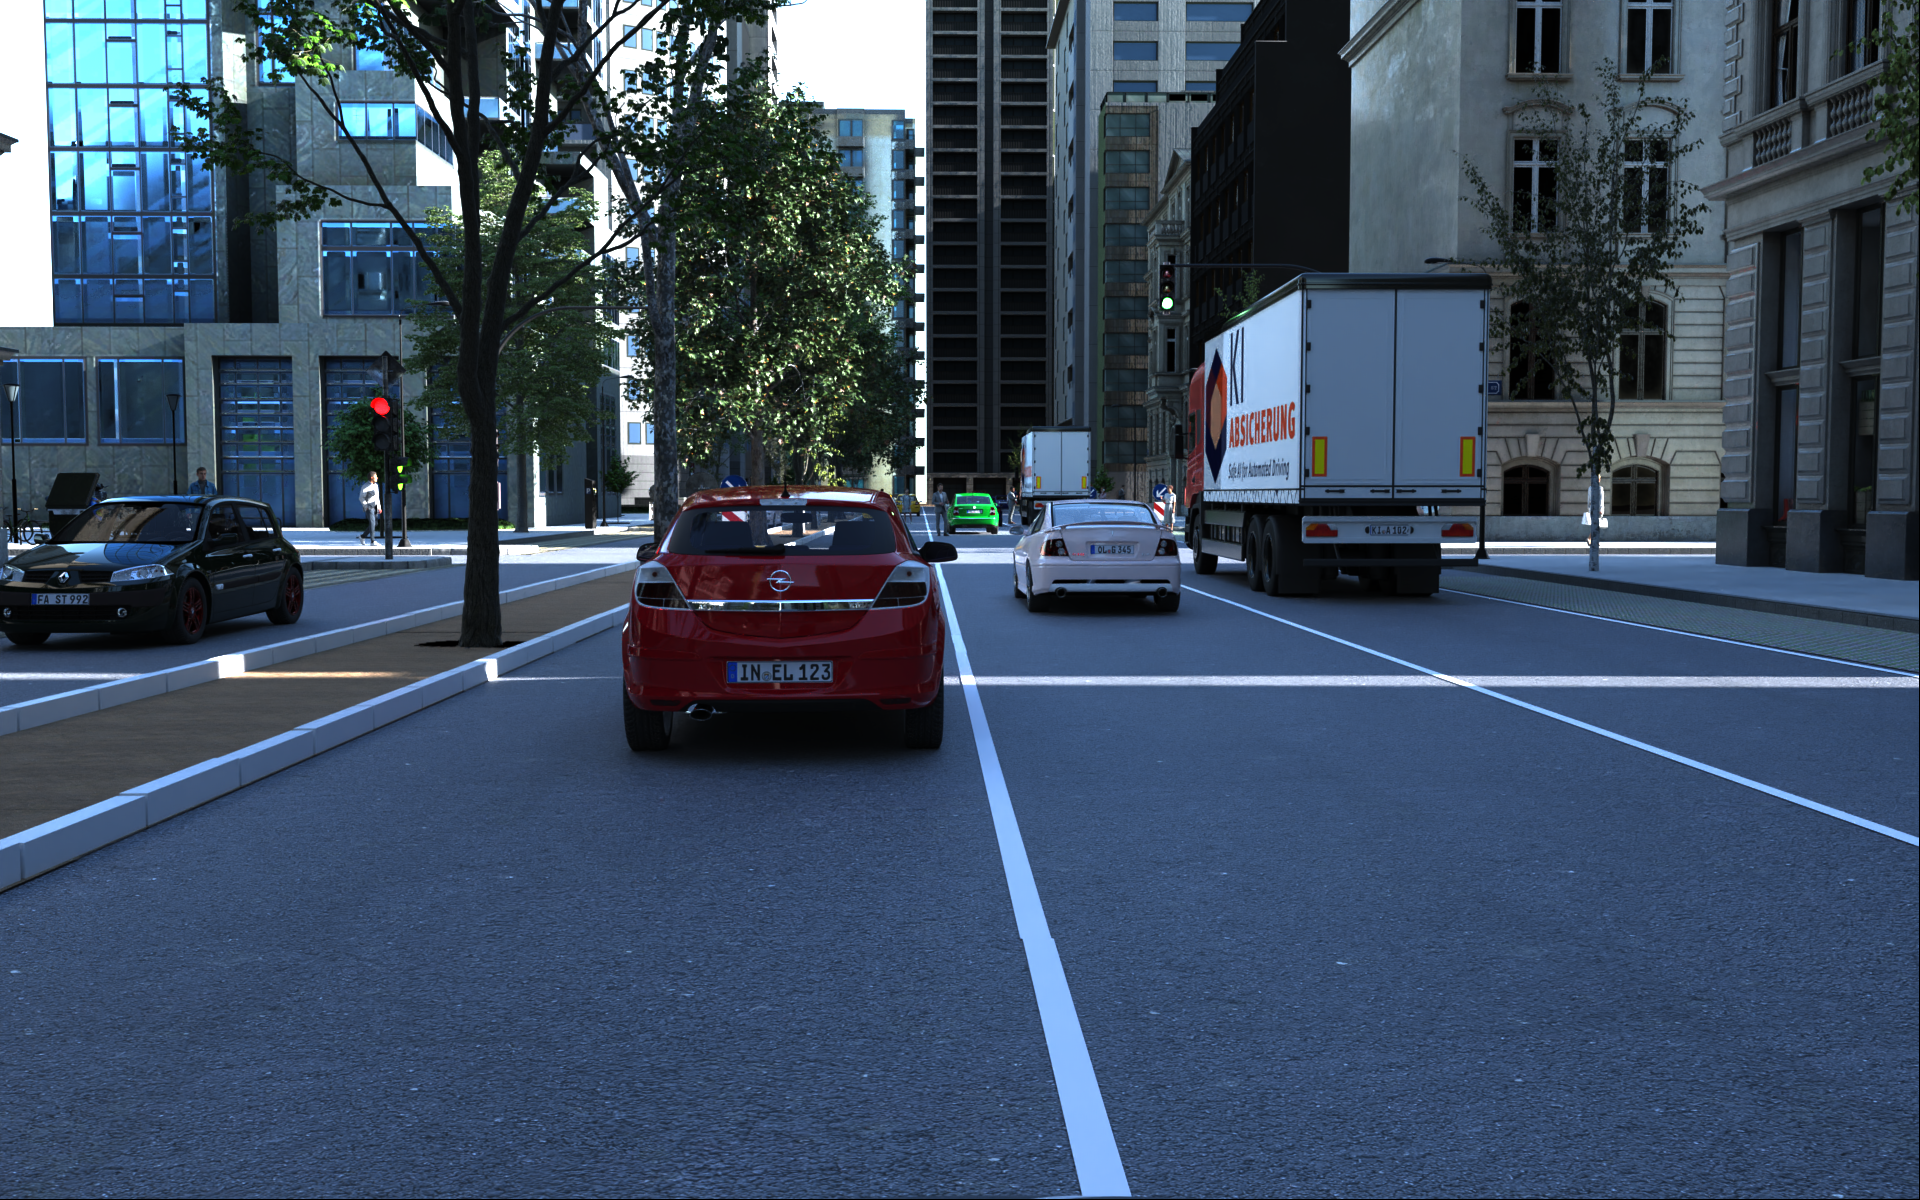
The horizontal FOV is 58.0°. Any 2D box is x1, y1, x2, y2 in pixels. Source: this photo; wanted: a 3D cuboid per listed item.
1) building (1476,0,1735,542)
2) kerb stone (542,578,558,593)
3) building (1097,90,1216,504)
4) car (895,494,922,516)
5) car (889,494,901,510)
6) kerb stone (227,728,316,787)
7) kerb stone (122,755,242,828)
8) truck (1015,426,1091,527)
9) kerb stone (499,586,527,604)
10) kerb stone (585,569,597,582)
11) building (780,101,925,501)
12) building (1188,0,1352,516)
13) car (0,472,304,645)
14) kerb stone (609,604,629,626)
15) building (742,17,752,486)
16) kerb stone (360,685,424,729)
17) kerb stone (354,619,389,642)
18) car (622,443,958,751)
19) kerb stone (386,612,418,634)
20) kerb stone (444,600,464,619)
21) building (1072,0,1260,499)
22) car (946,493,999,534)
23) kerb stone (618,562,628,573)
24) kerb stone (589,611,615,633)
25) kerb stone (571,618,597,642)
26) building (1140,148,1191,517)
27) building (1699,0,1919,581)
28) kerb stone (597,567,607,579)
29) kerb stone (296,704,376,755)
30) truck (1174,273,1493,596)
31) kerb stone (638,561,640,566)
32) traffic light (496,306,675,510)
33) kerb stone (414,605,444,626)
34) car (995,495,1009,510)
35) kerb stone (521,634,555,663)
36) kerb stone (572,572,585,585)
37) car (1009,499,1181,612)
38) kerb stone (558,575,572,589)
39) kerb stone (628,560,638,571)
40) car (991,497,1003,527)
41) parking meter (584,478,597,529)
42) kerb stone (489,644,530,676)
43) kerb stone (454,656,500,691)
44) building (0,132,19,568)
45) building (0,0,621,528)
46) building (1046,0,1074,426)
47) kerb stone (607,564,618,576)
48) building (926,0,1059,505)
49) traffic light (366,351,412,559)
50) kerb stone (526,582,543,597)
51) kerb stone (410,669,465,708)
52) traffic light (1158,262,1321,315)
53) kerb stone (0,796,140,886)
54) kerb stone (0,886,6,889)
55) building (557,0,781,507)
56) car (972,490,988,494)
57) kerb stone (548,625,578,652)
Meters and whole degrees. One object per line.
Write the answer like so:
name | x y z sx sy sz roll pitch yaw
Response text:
building | 29.984 -14.209 51.407 34.723 24.649 14.460 0 4 -1
kerb stone | -6.061 -0.185 25.226 0.120 0.150 1.000 0 4 -1
building | 16.966 -21.797 128.080 14.160 30.474 14.107 0 4 -1
car | -3.455 -6.277 112.856 2.015 1.641 3.980 0 4 -2
car | -3.924 -4.624 85.831 2.015 1.641 3.980 0 4 0
kerb stone | -3.577 0.817 8.947 0.120 0.150 1.000 0 4 -1
kerb stone | -3.554 0.873 7.925 0.120 0.150 1.000 0 4 -1
truck | 4.088 -5.404 77.272 2.839 4.237 11.283 0 4 -1
kerb stone | -6.002 -0.057 23.176 0.120 0.150 1.000 0 4 -1
kerb stone | -6.136 -0.369 28.310 0.120 0.150 1.000 0 4 -1
building | -19.575 -36.356 214.021 30.456 49.044 23.786 0 4 -1
building | 17.263 -14.977 74.557 12.332 23.373 15.834 0 4 -1
car | -8.178 -0.486 17.726 2.009 1.686 4.222 0 4 -1
kerb stone | -3.810 0.184 19.191 0.120 0.150 1.000 0 4 -1
building | -25.885 -30.664 151.467 14.600 45.320 14.200 0 4 -1
kerb stone | -3.625 0.684 11.005 0.120 0.150 1.000 0 4 -1
kerb stone | -5.862 0.320 17.039 0.120 0.150 1.000 0 4 -1
car | -1.063 -0.131 11.188 2.155 1.783 4.494 0 4 -3
kerb stone | -5.884 0.258 18.061 0.120 0.150 1.000 0 4 -1
kerb stone | -5.938 0.128 20.110 0.120 0.150 1.000 0 4 -1
building | 20.229 -37.090 148.427 21.231 58.520 28.212 0 4 -1
car | 0.421 -3.336 63.341 1.959 1.807 4.718 0 4 -2
kerb stone | -6.203 -0.562 31.376 0.120 0.150 1.000 0 4 -1
kerb stone | -3.796 0.247 18.165 0.120 0.150 1.000 0 4 -1
kerb stone | -3.771 0.311 17.143 0.120 0.150 1.000 0 4 -1
building | 18.197 -17.215 100.543 14.460 24.649 34.723 0 4 -1
building | 18.848 -11.807 21.923 11.050 23.489 19.941 0 4 -1
kerb stone | -6.167 -0.436 29.331 0.120 0.150 1.000 0 4 -1
kerb stone | -3.599 0.747 9.978 0.120 0.150 1.000 0 4 -1
truck | 5.438 -2.365 27.581 2.839 4.237 11.283 0 4 -1
kerb stone | -6.241 -0.684 33.431 0.120 0.150 1.000 0 4 -1
traffic light | -9.311 -4.119 42.011 4.771 5.953 1.251 0 4 -1
kerb stone | -5.912 0.190 19.086 0.120 0.150 1.000 0 4 -1
car | 3.364 -7.698 138.440 1.945 1.354 3.894 0 4 -2
kerb stone | -3.719 0.436 15.100 0.120 0.150 1.000 0 4 -1
kerb stone | -6.106 -0.306 27.279 0.120 0.150 1.000 0 4 -1
car | 1.708 -0.618 22.466 2.083 1.381 4.827 0 4 -2
kerb stone | -6.078 -0.248 26.253 0.120 0.150 1.000 0 4 -1
kerb stone | -6.223 -0.624 32.402 0.120 0.150 1.000 0 4 -1
car | 0.972 -3.989 77.803 1.945 1.354 3.894 0 4 -2
parking meter | -13.618 -3.557 63.875 0.399 1.863 0.255 1 4 21
kerb stone | -3.693 0.498 14.076 0.120 0.150 1.000 0 4 -1
kerb stone | -3.668 0.560 13.054 0.120 0.150 1.000 0 4 -1
building | -33.383 -12.526 23.885 34.723 24.649 14.460 0 4 -1
building | -27.718 -46.839 78.484 22.319 86.520 31.000 0 4 -1
building | 24.013 -35.918 176.501 28.713 52.752 27.495 0 4 -1
kerb stone | -6.182 -0.499 30.353 0.120 0.150 1.000 0 4 -1
building | 6.121 -47.306 211.704 20.611 71.187 20.563 0 4 -1
traffic light | -11.212 -2.754 33.944 0.839 4.253 0.868 0 4 -1
kerb stone | -6.028 -0.123 24.205 0.120 0.150 1.000 0 4 -1
kerb stone | -3.650 0.622 12.033 0.120 0.150 1.000 0 4 -1
traffic light | 6.255 -3.643 34.229 4.771 5.953 1.251 0 4 -1
kerb stone | -3.530 0.942 6.904 0.120 0.150 1.000 0 4 -1
kerb stone | -3.509 0.998 5.878 0.120 0.150 1.000 0 4 -1
building | -33.089 -38.956 178.931 28.212 58.520 21.231 0 4 -1
car | 2.052 -10.820 185.582 2.281 1.827 5.304 0 4 -3
kerb stone | -3.737 0.371 16.122 0.120 0.150 1.000 0 4 -1
